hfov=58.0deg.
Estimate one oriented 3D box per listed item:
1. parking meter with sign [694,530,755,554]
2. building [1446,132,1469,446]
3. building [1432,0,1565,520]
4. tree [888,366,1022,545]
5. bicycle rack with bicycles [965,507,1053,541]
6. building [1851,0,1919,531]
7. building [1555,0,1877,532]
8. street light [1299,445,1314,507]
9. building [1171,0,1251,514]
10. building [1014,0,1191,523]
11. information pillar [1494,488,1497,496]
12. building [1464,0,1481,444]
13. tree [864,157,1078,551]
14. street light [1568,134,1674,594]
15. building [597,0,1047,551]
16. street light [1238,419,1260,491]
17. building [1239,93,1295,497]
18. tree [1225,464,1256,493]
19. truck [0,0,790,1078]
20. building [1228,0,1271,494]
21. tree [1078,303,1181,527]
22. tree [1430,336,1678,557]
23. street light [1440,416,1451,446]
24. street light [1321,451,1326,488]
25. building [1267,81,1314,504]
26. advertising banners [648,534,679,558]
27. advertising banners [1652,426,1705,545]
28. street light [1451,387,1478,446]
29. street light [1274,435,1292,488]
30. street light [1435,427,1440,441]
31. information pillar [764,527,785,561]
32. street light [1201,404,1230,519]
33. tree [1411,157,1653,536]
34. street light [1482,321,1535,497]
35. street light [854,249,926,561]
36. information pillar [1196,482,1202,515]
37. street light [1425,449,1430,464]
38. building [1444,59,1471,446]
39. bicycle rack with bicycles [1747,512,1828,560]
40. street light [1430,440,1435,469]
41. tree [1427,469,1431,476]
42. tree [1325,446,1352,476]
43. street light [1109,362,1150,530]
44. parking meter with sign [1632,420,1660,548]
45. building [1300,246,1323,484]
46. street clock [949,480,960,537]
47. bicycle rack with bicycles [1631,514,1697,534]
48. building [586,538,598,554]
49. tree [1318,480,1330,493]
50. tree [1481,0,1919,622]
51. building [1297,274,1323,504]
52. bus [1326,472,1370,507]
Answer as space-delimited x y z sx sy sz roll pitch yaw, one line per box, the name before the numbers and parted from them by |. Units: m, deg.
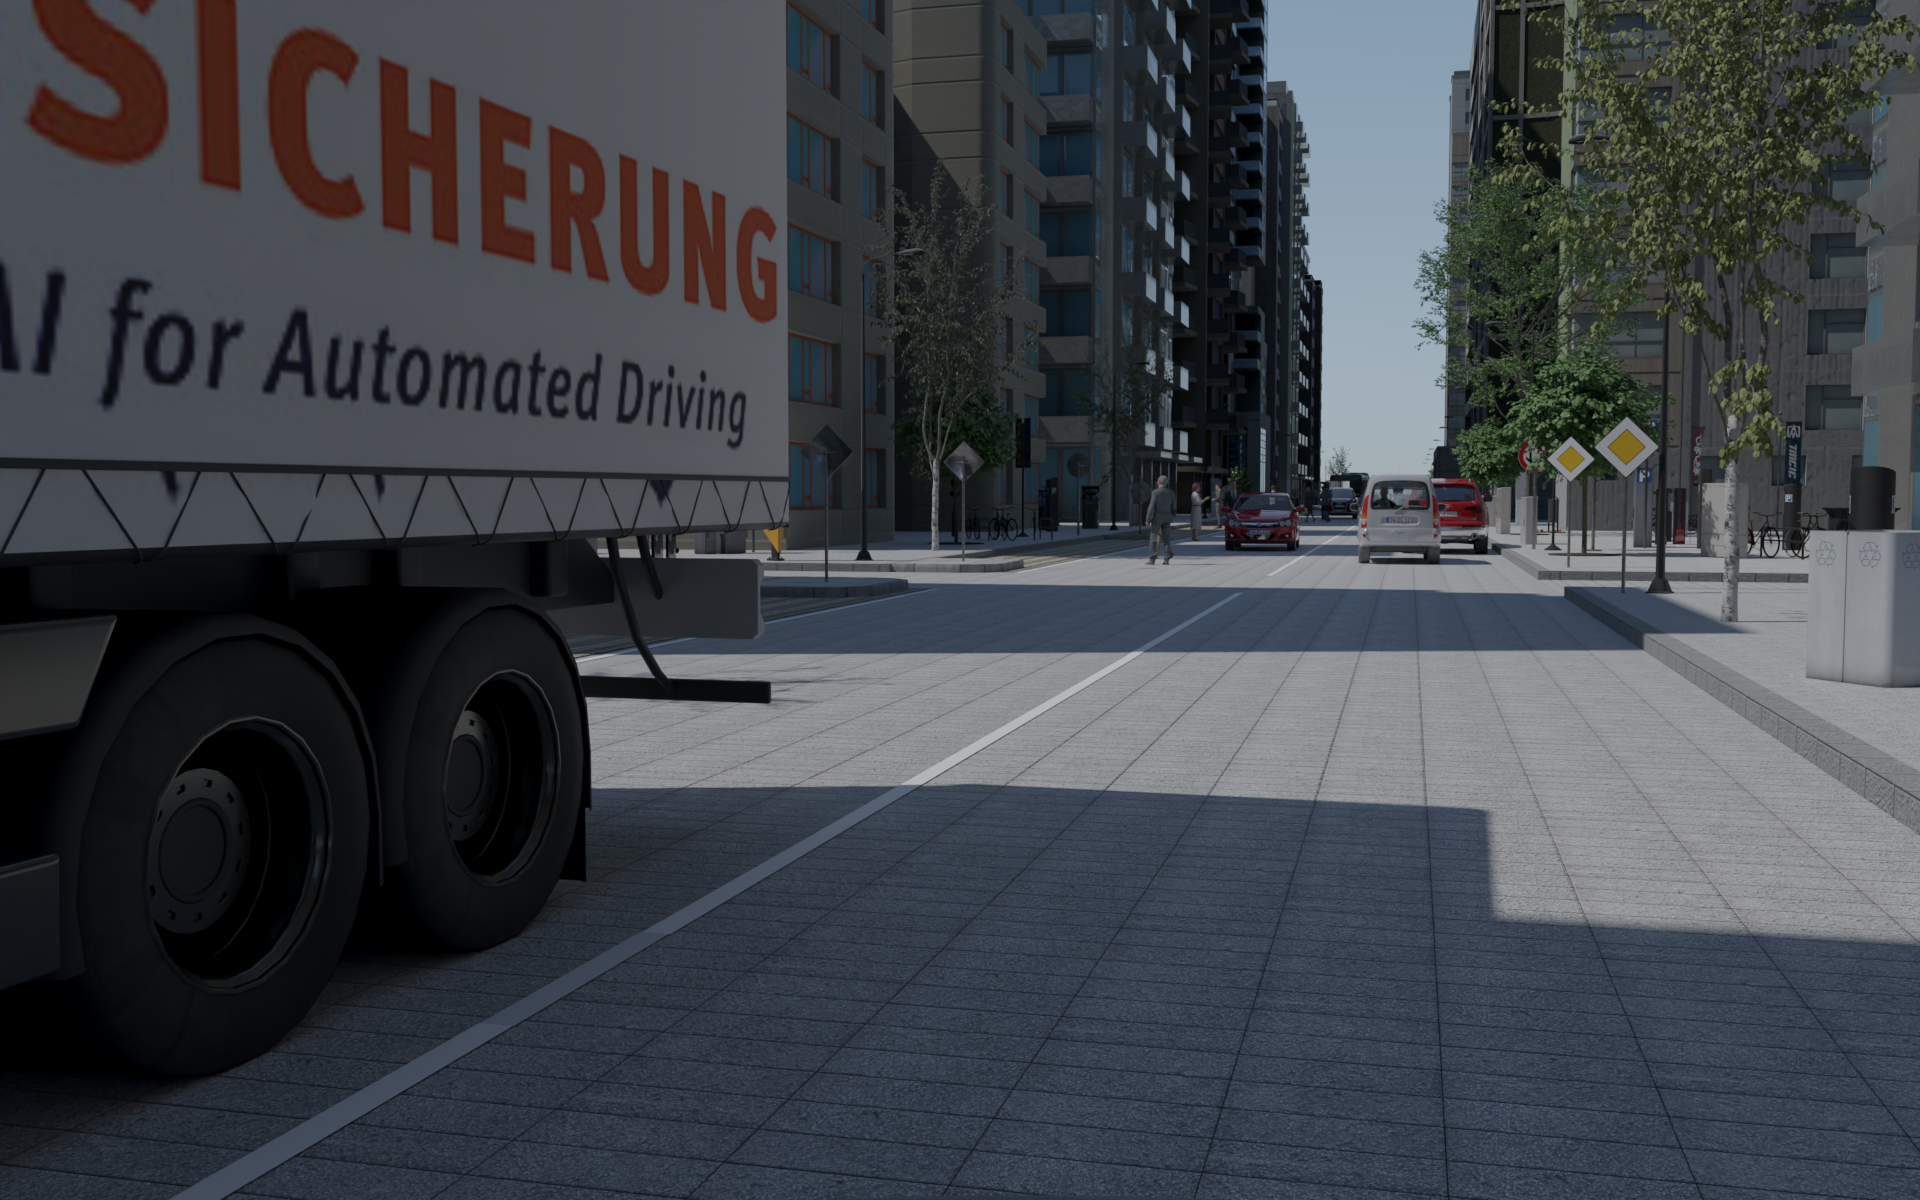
parking meter with sign | -5.027 -2.520 37.460 0.543 3.016 1.738 2 4 34
building | 62.803 -31.404 197.046 14.154 41.232 14.086 1 4 15
building | 35.243 -39.729 87.816 20.563 71.187 20.611 1 4 15
tree | -0.135 -3.714 44.435 4.285 4.588 4.351 0 3 0
bicycle rack with bicycles | 1.438 -2.144 48.444 2.852 0.926 2.925 0 4 -7
building | 35.661 -25.432 35.422 30.456 49.044 23.786 1 4 15
building | 29.653 -23.269 64.040 14.154 41.232 14.086 1 4 15
street light | 32.547 -11.654 163.089 1.470 5.913 1.316 1 4 15
building | 8.681 -28.652 123.090 22.147 44.769 28.867 1 4 15
building | -0.058 -28.802 90.520 23.786 49.044 30.456 1 4 15
information pillar | 22.967 -5.084 74.474 0.183 3.616 0.504 3 5 40
building | 58.433 -32.833 160.528 21.300 48.544 21.600 1 4 15
tree | -0.368 -5.423 39.036 4.360 8.622 3.978 0 3 0
street light | 8.536 -3.048 22.380 1.470 5.913 1.316 1 4 15
building | -13.698 -12.905 56.040 27.650 21.520 28.899 1 4 15
street light | 17.842 -8.236 107.192 1.470 5.913 1.316 1 4 15
building | 25.685 -29.954 173.345 14.154 41.232 14.086 1 4 15
tree | 18.962 -7.392 115.462 1.663 3.219 1.824 0 3 0
truck | -3.465 -0.835 2.559 2.839 4.237 11.283 1 4 16
building | 16.502 -51.253 150.658 22.319 86.520 31.000 1 4 15
tree | 6.388 -7.116 66.704 4.360 8.622 3.978 0 3 0
tree | 13.026 -3.210 36.203 4.285 4.588 4.351 0 3 0
street light | 29.433 -7.971 102.865 1.470 5.913 1.316 1 4 15
street light | 38.920 -13.195 188.277 1.470 5.913 1.316 1 4 15
building | 29.630 -35.829 205.420 23.786 49.044 30.456 1 4 15
advertising banners | -4.044 -1.648 23.129 0.090 3.025 2.074 0 4 4
advertising banners | 18.400 -2.942 44.288 2.074 3.025 0.090 -2 4 -33
street light | 22.081 -6.258 74.863 1.470 5.913 1.316 1 4 15
street light | 25.142 -9.948 135.196 1.470 5.913 1.316 1 4 15
street light | 33.684 -8.979 119.344 1.470 5.913 1.316 1 4 15
information pillar | -3.595 -2.561 33.220 0.183 3.616 0.504 -3 5 -42
street light | 13.240 -7.160 89.607 1.470 5.913 1.316 1 4 15
tree | 17.706 -7.839 53.928 9.928 11.665 9.643 0 3 0
street light | 14.808 -4.529 46.587 1.470 5.913 1.316 1 4 15
street light | -1.328 -3.702 33.065 1.470 5.913 1.316 1 4 15
information pillar | 14.390 -6.120 104.558 0.304 2.012 0.304 3 5 40
street light | 48.358 -12.451 176.119 1.470 5.913 1.316 1 4 15
building | 78.249 -42.675 239.729 21.231 58.520 28.212 1 4 15
bicycle rack with bicycles | 17.207 -1.293 34.524 2.852 0.926 2.925 0 4 1
street light | 40.939 -10.687 147.276 1.470 5.913 1.316 1 4 15
tree | 21.861 -5.360 71.355 4.285 4.588 4.351 0 3 0
tree | 56.530 -18.858 258.693 4.737 8.622 4.395 0 3 0
street light | 5.967 -5.410 60.987 1.470 5.913 1.316 1 4 15
parking meter with sign | 16.433 -2.772 41.578 0.543 3.016 1.738 1 4 19
building | 36.447 -33.924 246.544 32.217 40.220 23.993 1 4 15
street clock | -0.153 -2.894 51.890 0.358 2.002 0.471 0 4 -6
bicycle rack with bicycles | 22.733 -2.527 54.696 2.925 0.926 2.852 0 4 6
building | -14.714 -10.210 21.688 16.860 20.320 10.420 1 4 15
tree | 48.443 -14.307 228.523 1.663 3.219 1.824 0 3 0
tree | 7.493 -4.083 17.112 4.737 8.622 4.395 0 3 0
building | 39.808 -27.806 226.328 14.160 30.474 14.107 1 4 15
bus | 32.081 -9.020 142.334 2.948 3.499 13.247 1 4 16
